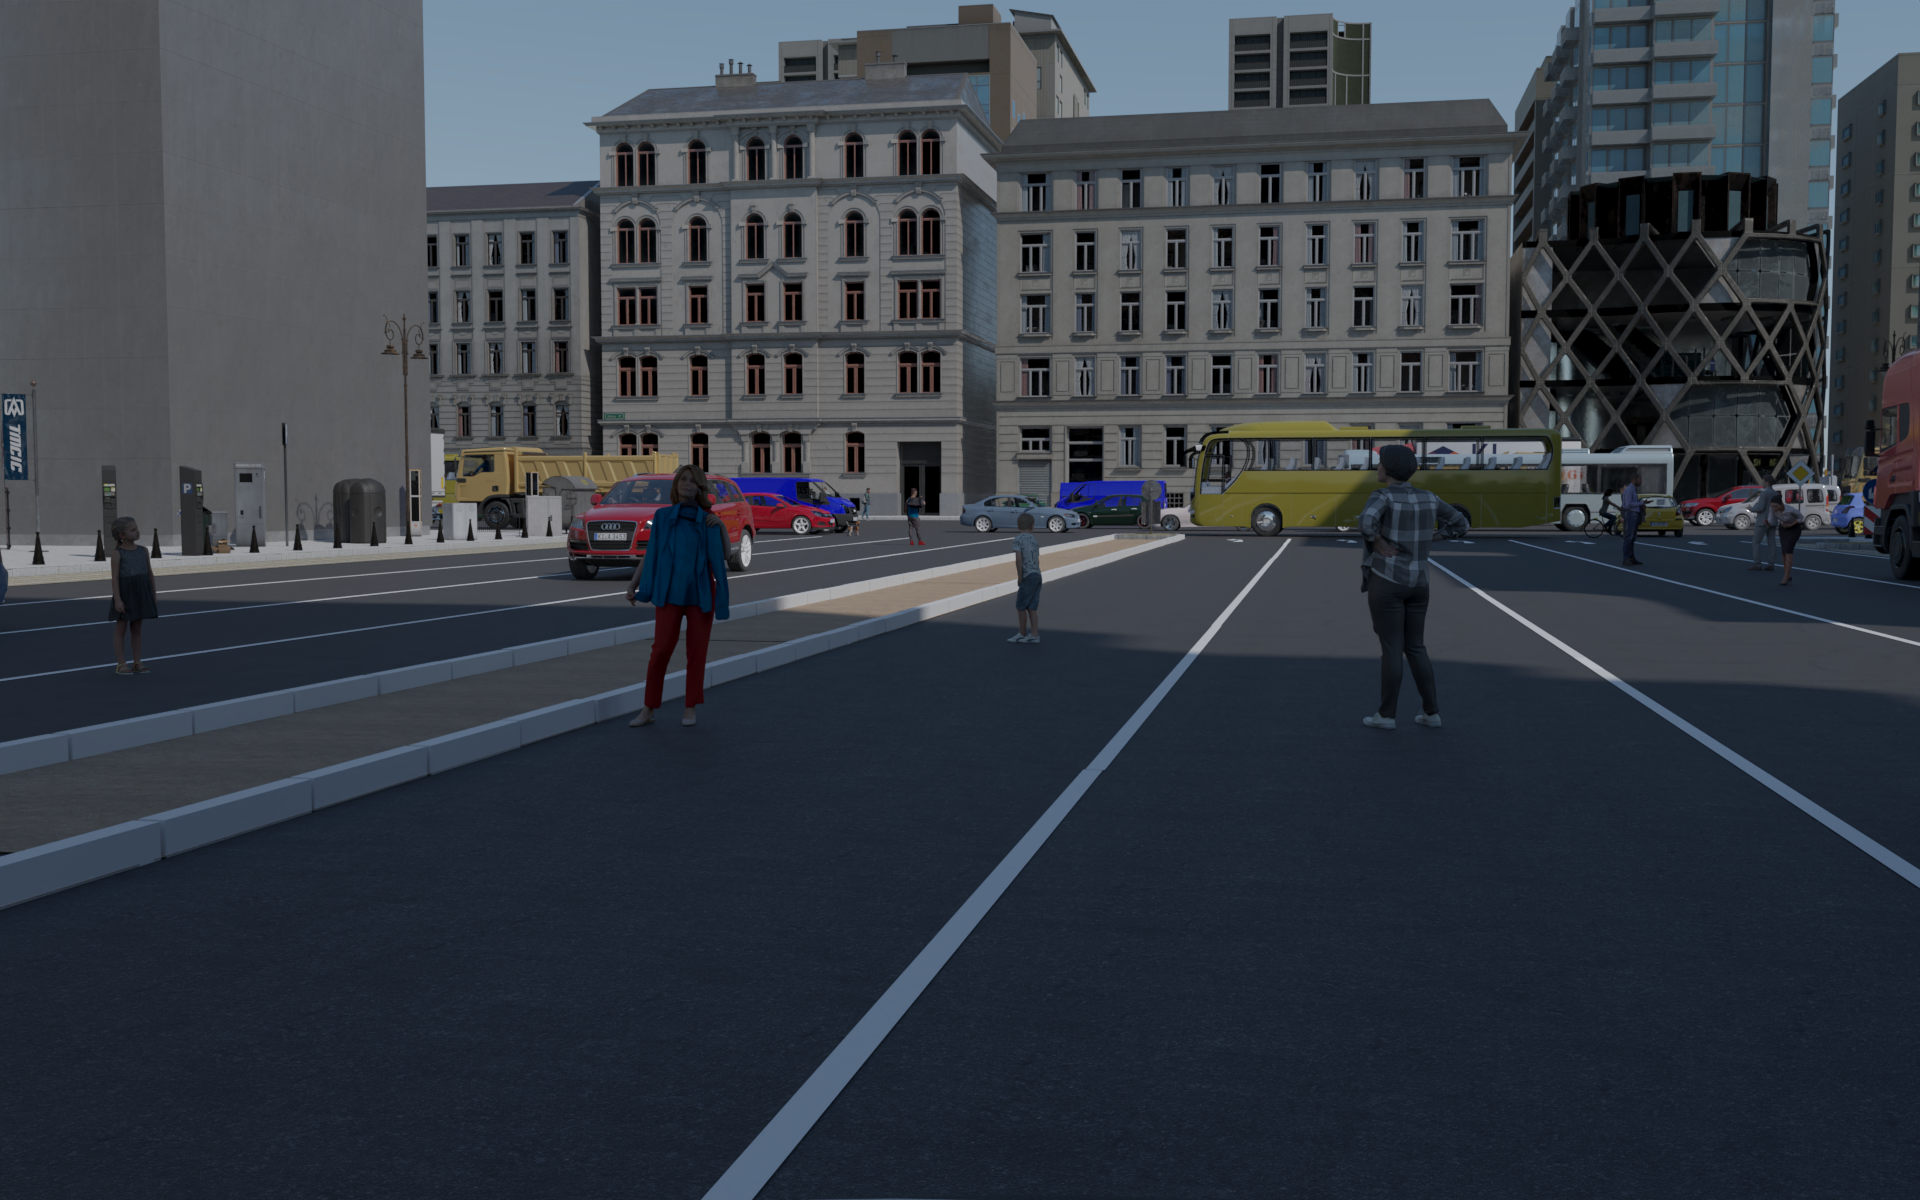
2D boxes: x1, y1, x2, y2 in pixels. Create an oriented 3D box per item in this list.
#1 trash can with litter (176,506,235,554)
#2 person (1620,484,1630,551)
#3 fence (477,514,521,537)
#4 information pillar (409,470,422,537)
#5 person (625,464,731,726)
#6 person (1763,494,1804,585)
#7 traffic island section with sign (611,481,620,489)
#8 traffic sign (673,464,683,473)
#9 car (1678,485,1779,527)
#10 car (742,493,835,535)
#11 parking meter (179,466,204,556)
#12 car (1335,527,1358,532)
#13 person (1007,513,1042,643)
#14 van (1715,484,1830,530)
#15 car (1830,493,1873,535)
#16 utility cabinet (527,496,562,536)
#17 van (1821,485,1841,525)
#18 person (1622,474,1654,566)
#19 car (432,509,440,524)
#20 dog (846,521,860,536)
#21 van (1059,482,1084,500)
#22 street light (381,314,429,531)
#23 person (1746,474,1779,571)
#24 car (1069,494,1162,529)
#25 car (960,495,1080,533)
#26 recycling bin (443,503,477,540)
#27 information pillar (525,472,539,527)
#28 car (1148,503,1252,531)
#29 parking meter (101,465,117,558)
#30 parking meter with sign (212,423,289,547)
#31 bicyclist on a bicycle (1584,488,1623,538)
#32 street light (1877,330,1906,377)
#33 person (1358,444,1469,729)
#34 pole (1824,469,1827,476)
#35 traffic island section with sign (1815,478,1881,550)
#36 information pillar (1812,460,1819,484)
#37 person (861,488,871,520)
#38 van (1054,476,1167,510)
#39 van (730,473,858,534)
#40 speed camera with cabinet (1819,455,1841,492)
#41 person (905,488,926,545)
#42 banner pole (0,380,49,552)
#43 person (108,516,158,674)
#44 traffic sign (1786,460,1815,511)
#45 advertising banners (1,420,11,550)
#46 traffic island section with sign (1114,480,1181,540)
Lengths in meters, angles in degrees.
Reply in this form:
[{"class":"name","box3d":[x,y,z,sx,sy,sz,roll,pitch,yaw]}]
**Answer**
[{"class":"trash can with litter","box3d":[-16.198,-1.578,37.193,0.624,1.170,1.055,2,4,33]},{"class":"person","box3d":[16.568,-2.077,43.257,0.445,1.727,0.742,-1,4,-11]},{"class":"fence","box3d":[-13.917,-2.201,51.365,0.278,0.683,2.069,3,5,42]},{"class":"information pillar","box3d":[-16.405,-2.919,52.218,0.304,2.012,0.304,-1,4,-9]},{"class":"person","box3d":[-1.725,-0.031,10.710,0.593,1.614,0.444,1,4,18]},{"class":"person","box3d":[12.911,-0.950,27.218,0.628,1.438,0.799,1,4,18]},{"class":"traffic island section with sign","box3d":[-10.351,-2.644,51.855,1.989,1.847,2.006,1,4,12]},{"class":"traffic sign","box3d":[-9.350,-3.327,58.037,0.795,2.450,0.064,1,4,12]},{"class":"car","box3d":[34.811,-4.191,77.201,5.304,1.827,2.281,1,4,12]},{"class":"car","box3d":[-6.667,-3.218,61.654,4.494,1.783,2.155,1,4,11]},{"class":"parking meter","box3d":[-15.918,-1.846,35.901,0.399,1.863,0.255,1,4,9]},{"class":"car","box3d":[15.798,-3.278,65.592,4.499,1.417,2.014,1,4,11]},{"class":"person","box3d":[0.626,-0.213,16.665,0.332,1.250,0.352,-1,4,-9]},{"class":"van","box3d":[32.456,-3.808,69.277,4.112,2.044,2.013,1,4,10]},{"class":"car","box3d":[32.677,-3.134,60.826,3.694,1.707,1.945,1,4,10]},{"class":"utility cabinet","box3d":[-12.661,-2.544,52.755,1.020,1.237,0.306,-1,4,-18]},{"class":"van","box3d":[38.479,-4.470,80.089,4.112,2.044,2.013,1,4,11]},{"class":"person","box3d":[13.587,-1.608,34.664,0.599,1.838,0.709,2,4,31]},{"class":"car","box3d":[-27.243,-4.358,83.257,4.499,1.417,2.014,1,4,13]},{"class":"dog","box3d":[-3.651,-2.437,59.129,0.406,0.507,0.540,0,4,5]},{"class":"van","box3d":[7.818,-5.296,90.981,5.245,2.365,2.240,1,4,10]},{"class":"street light","box3d":[-14.221,-4.385,44.488,0.468,5.910,1.993,1,4,12]},{"class":"person","box3d":[15.087,-1.459,32.550,0.606,1.804,0.583,-2,4,-34]},{"class":"car","box3d":[6.380,-3.787,71.697,4.222,1.686,2.009,1,4,14]},{"class":"car","box3d":[2.255,-3.227,64.756,4.499,1.417,2.014,1,4,12]},{"class":"recycling bin","box3d":[-13.983,-2.194,48.429,0.722,1.027,0.722,-3,5,-41]},{"class":"information pillar","box3d":[-14.080,-3.212,57.009,0.304,2.012,0.304,2,4,35]},{"class":"car","box3d":[9.758,-3.379,67.607,4.827,1.381,2.083,1,4,12]},{"class":"parking meter","box3d":[-17.182,-1.792,35.007,0.255,1.863,0.399,-2,4,-27]},{"class":"parking meter with sign","box3d":[-17.294,-2.807,42.156,1.738,3.016,0.543,-1,4,-17]},{"class":"bicyclist on a bicycle","box3d":[21.066,-2.817,56.083,1.625,1.676,1.499,1,4,13]},{"class":"street light","box3d":[26.390,-4.667,49.088,0.468,5.910,1.993,1,4,12]},{"class":"person","box3d":[2.709,-0.085,10.611,0.841,1.734,0.376,-2,4,-23]},{"class":"pole","box3d":[70.970,-9.066,142.066,0.158,3.312,0.155,0,3,0]},{"class":"traffic island section with sign","box3d":[23.399,-2.219,44.908,1.989,1.847,2.006,1,4,12]},{"class":"information pillar","box3d":[53.500,-7.153,108.301,0.504,3.616,0.183,-1,4,-11]},{"class":"person","box3d":[-5.103,-5.262,94.889,0.721,1.781,0.623,-2,4,-26]},{"class":"van","box3d":[6.858,-4.558,78.911,5.245,2.365,2.240,1,4,11]},{"class":"van","box3d":[-6.386,-3.651,64.082,5.245,2.365,2.240,1,4,12]},{"class":"speed camera with cabinet","box3d":[44.256,-5.700,87.526,2.038,3.252,0.660,-2,4,-32]},{"class":"person","box3d":[-1.223,-2.334,48.534,0.647,1.594,0.662,1,4,22]},{"class":"banner pole","box3d":[-20.604,-2.943,38.138,0.863,3.779,0.401,-2,4,-35]},{"class":"person","box3d":[-6.613,-0.043,13.872,0.373,1.253,0.362,3,4,37]},{"class":"traffic sign","box3d":[24.633,-2.885,50.819,0.795,2.450,0.064,1,4,12]},{"class":"advertising banners","box3d":[-22.454,-2.726,40.752,0.090,3.025,2.074,-2,4,-30]},{"class":"traffic island section with sign","box3d":[6.015,-2.871,55.084,2.006,1.907,1.989,1,4,12]}]
